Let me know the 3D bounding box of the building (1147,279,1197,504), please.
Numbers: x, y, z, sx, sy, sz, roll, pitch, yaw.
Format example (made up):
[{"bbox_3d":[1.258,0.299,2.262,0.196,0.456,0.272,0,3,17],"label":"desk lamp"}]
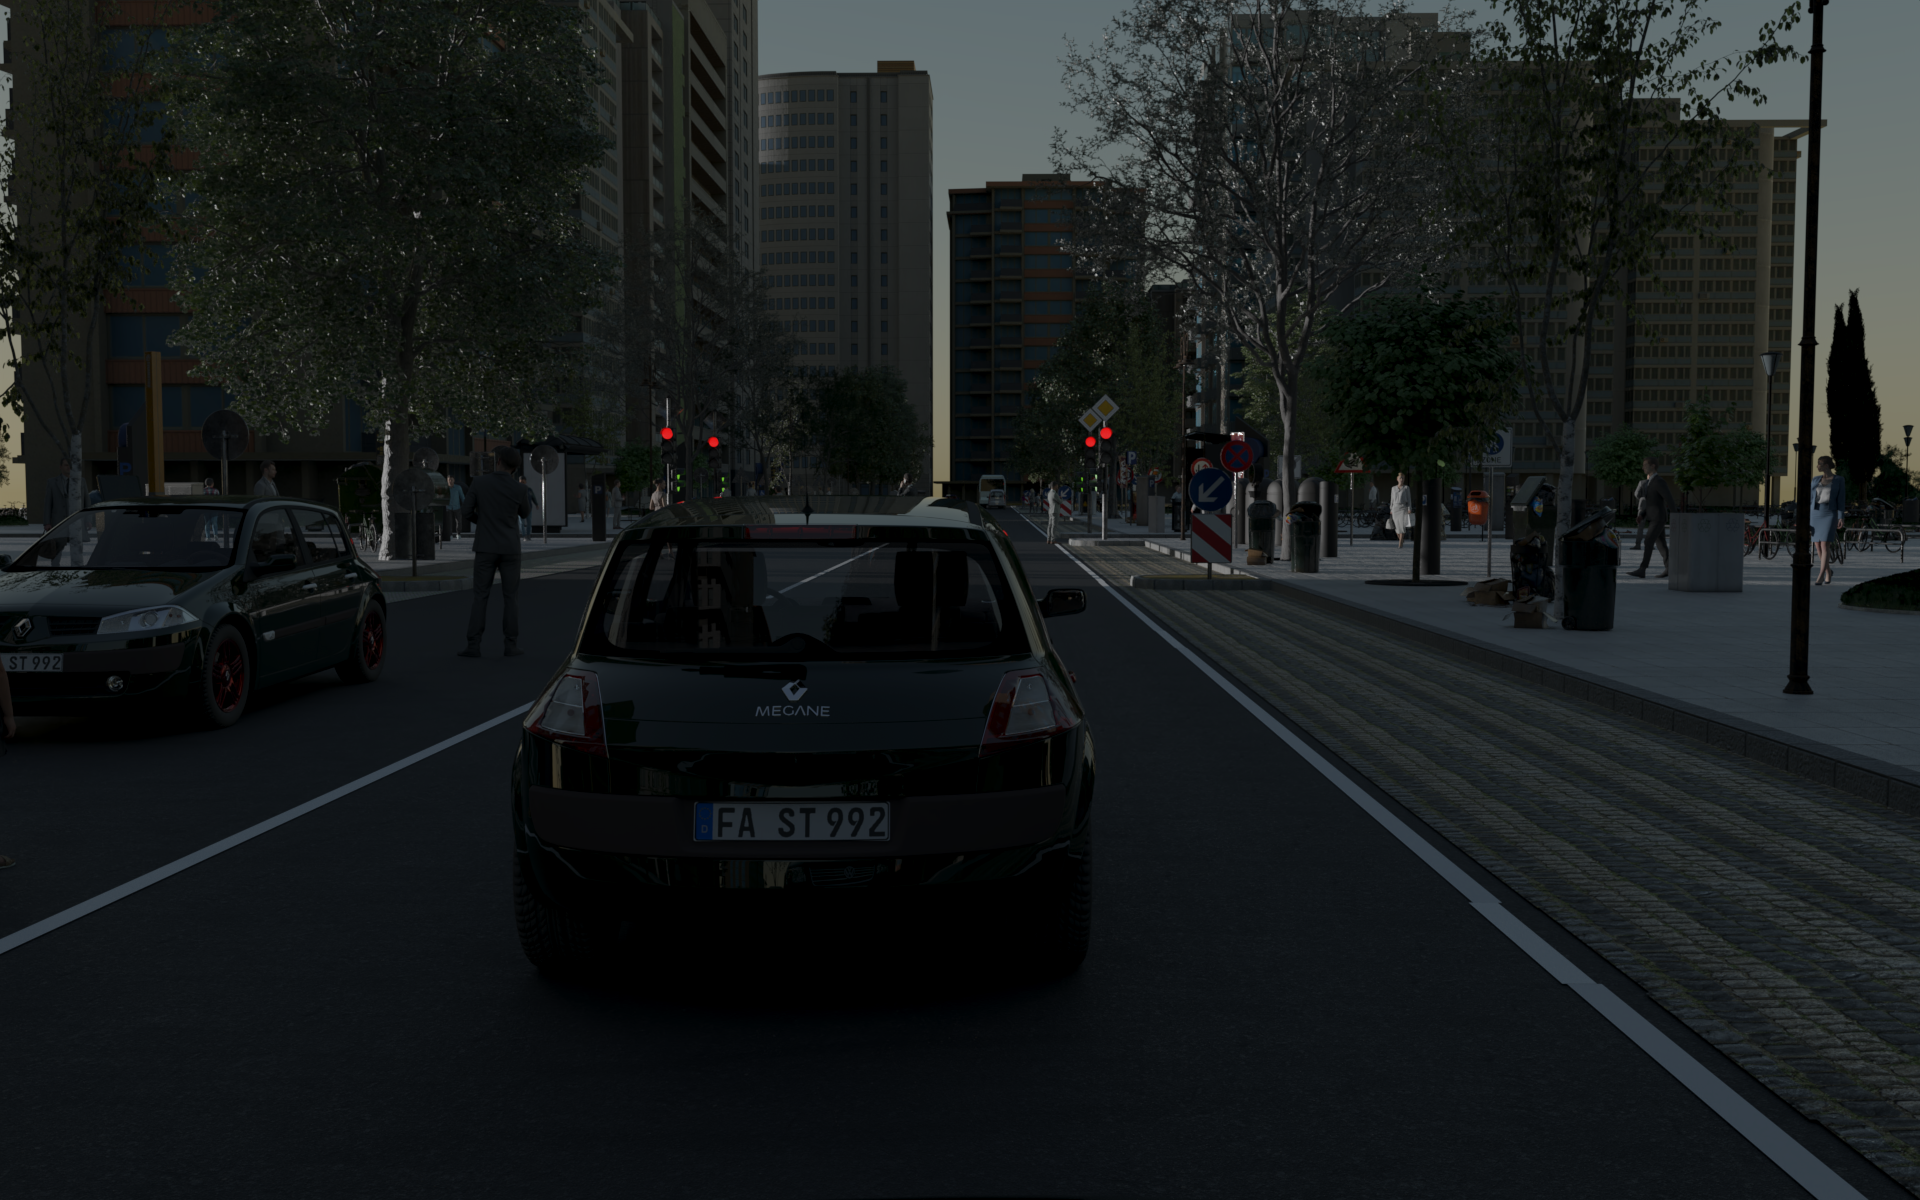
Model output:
[{"bbox_3d":[32.510,-28.375,235.632,14.107,30.474,14.160,0,4,1],"label":"building"}]

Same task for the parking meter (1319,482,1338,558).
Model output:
[{"bbox_3d":[7.479,-1.635,35.137,0.372,1.533,0.369,0,3,0],"label":"parking meter"}]

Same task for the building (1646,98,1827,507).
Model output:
[{"bbox_3d":[68.388,-29.610,176.009,23.993,40.220,32.217,0,4,1],"label":"building"}]

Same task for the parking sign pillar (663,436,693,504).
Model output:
[{"bbox_3d":[-13.038,-5.606,80.130,1.447,3.967,1.447,-2,4,-25],"label":"parking sign pillar"}]

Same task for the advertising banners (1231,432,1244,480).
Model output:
[{"bbox_3d":[8.335,-3.210,48.664,0.090,3.025,2.074,-2,4,-35],"label":"advertising banners"}]

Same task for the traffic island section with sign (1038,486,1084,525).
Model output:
[{"bbox_3d":[4.793,-4.451,81.396,1.989,1.847,2.006,0,4,1],"label":"traffic island section with sign"}]

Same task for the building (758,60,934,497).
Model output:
[{"bbox_3d":[-17.846,-42.641,239.177,28.212,58.520,21.231,0,4,1],"label":"building"}]

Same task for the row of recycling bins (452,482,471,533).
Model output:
[{"bbox_3d":[-18.025,-3.092,57.660,3.534,1.692,1.069,0,4,4],"label":"row of recycling bins"}]

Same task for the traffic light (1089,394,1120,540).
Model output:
[{"bbox_3d":[4.065,-3.657,48.707,0.839,4.253,0.868,0,4,1],"label":"traffic light"}]

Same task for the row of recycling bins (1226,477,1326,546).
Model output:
[{"bbox_3d":[7.923,-2.218,43.375,1.069,1.692,3.534,-2,4,-30],"label":"row of recycling bins"}]

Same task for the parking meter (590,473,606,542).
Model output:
[{"bbox_3d":[-9.791,-2.517,46.861,0.399,1.863,0.255,0,4,-6],"label":"parking meter"}]

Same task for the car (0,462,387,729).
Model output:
[{"bbox_3d":[-5.317,-0.124,11.821,2.009,1.686,4.222,0,4,0],"label":"car"}]

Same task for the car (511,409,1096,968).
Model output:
[{"bbox_3d":[-0.472,0.193,6.633,2.009,1.686,4.222,0,4,-1],"label":"car"}]

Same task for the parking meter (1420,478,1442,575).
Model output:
[{"bbox_3d":[7.465,-1.172,27.574,0.372,1.533,0.369,0,3,0],"label":"parking meter"}]

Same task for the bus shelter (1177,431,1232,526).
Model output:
[{"bbox_3d":[9.636,-4.664,67.547,1.731,3.624,6.357,0,4,1],"label":"bus shelter"}]

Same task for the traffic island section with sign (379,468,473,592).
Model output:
[{"bbox_3d":[-8.391,-1.073,26.167,1.989,1.847,2.006,0,4,1],"label":"traffic island section with sign"}]

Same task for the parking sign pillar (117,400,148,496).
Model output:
[{"bbox_3d":[-22.252,-3.570,46.841,1.447,3.967,1.447,0,4,1],"label":"parking sign pillar"}]

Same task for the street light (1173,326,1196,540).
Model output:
[{"bbox_3d":[6.184,-4.591,47.855,0.468,5.910,1.993,0,4,1],"label":"street light"}]

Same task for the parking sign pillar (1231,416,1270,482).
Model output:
[{"bbox_3d":[9.941,-4.335,59.344,1.447,3.967,1.447,3,5,40],"label":"parking sign pillar"}]

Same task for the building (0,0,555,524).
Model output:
[{"bbox_3d":[-32.898,-26.306,84.733,22.147,44.769,28.867,0,4,1],"label":"building"}]

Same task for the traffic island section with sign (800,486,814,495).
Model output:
[{"bbox_3d":[-7.205,-4.488,82.002,1.989,1.847,2.006,0,4,1],"label":"traffic island section with sign"}]

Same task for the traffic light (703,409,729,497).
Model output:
[{"bbox_3d":[-8.025,-4.160,56.931,0.839,4.253,0.868,0,4,1],"label":"traffic light"}]

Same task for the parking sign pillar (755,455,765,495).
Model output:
[{"bbox_3d":[-12.343,-7.267,107.283,1.447,3.967,1.447,-1,4,-14],"label":"parking sign pillar"}]

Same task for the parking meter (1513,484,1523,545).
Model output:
[{"bbox_3d":[10.515,-1.462,32.310,0.372,1.533,0.369,0,3,0],"label":"parking meter"}]

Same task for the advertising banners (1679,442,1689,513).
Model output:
[{"bbox_3d":[23.796,-3.719,56.998,0.090,3.025,2.074,1,4,14],"label":"advertising banners"}]

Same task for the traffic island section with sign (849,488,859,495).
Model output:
[{"bbox_3d":[-6.643,-6.136,108.951,1.989,1.847,2.006,0,4,1],"label":"traffic island section with sign"}]

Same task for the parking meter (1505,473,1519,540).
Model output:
[{"bbox_3d":[15.594,-2.643,48.926,0.255,1.863,0.399,3,4,38],"label":"parking meter"}]

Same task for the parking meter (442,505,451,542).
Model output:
[{"bbox_3d":[-14.011,-2.357,46.941,0.372,1.533,0.369,0,3,0],"label":"parking meter"}]

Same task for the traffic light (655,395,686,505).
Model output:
[{"bbox_3d":[-8.193,-3.671,48.948,0.839,4.253,0.868,0,4,1],"label":"traffic light"}]

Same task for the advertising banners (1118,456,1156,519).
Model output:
[{"bbox_3d":[8.072,-5.071,79.099,2.074,3.025,0.090,-2,4,-28],"label":"advertising banners"}]

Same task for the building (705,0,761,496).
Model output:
[{"bbox_3d":[-32.570,-45.533,182.709,20.611,71.187,20.563,0,4,1],"label":"building"}]

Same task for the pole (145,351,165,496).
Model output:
[{"bbox_3d":[-11.554,-1.899,24.884,0.158,3.312,0.155,0,3,0],"label":"pole"}]

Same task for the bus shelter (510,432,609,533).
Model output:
[{"bbox_3d":[-13.585,-3.990,59.166,2.014,3.302,5.546,0,4,1],"label":"bus shelter"}]

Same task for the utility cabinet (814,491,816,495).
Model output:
[{"bbox_3d":[-11.019,-7.361,129.038,0.318,1.500,1.173,-1,4,-19],"label":"utility cabinet"}]

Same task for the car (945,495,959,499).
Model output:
[{"bbox_3d":[-1.056,-11.812,205.713,1.945,1.354,3.894,0,3,0],"label":"car"}]

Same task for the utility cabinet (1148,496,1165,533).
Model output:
[{"bbox_3d":[6.559,-2.848,57.725,0.306,1.237,1.020,-1,4,-10],"label":"utility cabinet"}]

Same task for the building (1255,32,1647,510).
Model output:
[{"bbox_3d":[38.824,-28.023,150.050,32.217,40.220,23.993,0,4,1],"label":"building"}]

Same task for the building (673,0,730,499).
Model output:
[{"bbox_3d":[-33.212,-32.613,156.920,21.300,48.544,21.600,0,4,1],"label":"building"}]

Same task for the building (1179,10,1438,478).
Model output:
[{"bbox_3d":[35.298,-34.098,177.106,23.786,49.044,30.456,0,4,1],"label":"building"}]

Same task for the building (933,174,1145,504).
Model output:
[{"bbox_3d":[11.108,-35.772,239.488,28.867,44.769,22.147,0,4,1],"label":"building"}]

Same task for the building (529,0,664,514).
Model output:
[{"bbox_3d":[-37.037,-26.144,119.332,32.217,40.220,23.993,0,4,1],"label":"building"}]

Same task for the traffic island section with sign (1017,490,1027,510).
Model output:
[{"bbox_3d":[6.422,-9.169,158.535,1.989,1.847,2.006,0,4,1],"label":"traffic island section with sign"}]

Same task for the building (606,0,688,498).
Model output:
[{"bbox_3d":[-30.215,-27.864,139.172,14.154,41.232,14.086,0,4,1],"label":"building"}]

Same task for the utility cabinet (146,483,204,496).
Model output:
[{"bbox_3d":[-15.144,-1.513,33.413,1.173,1.500,0.318,1,4,23],"label":"utility cabinet"}]

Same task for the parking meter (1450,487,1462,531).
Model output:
[{"bbox_3d":[17.076,-3.130,59.593,0.372,1.533,0.369,0,3,0],"label":"parking meter"}]

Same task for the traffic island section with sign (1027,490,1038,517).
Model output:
[{"bbox_3d":[5.370,-6.099,108.345,1.989,1.847,2.006,0,4,1],"label":"traffic island section with sign"}]

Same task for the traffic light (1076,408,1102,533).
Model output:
[{"bbox_3d":[4.233,-4.145,56.690,0.839,4.253,0.868,0,4,1],"label":"traffic light"}]

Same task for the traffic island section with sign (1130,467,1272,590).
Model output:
[{"bbox_3d":[3.651,-1.099,26.598,1.989,1.847,2.006,0,4,1],"label":"traffic island section with sign"}]
